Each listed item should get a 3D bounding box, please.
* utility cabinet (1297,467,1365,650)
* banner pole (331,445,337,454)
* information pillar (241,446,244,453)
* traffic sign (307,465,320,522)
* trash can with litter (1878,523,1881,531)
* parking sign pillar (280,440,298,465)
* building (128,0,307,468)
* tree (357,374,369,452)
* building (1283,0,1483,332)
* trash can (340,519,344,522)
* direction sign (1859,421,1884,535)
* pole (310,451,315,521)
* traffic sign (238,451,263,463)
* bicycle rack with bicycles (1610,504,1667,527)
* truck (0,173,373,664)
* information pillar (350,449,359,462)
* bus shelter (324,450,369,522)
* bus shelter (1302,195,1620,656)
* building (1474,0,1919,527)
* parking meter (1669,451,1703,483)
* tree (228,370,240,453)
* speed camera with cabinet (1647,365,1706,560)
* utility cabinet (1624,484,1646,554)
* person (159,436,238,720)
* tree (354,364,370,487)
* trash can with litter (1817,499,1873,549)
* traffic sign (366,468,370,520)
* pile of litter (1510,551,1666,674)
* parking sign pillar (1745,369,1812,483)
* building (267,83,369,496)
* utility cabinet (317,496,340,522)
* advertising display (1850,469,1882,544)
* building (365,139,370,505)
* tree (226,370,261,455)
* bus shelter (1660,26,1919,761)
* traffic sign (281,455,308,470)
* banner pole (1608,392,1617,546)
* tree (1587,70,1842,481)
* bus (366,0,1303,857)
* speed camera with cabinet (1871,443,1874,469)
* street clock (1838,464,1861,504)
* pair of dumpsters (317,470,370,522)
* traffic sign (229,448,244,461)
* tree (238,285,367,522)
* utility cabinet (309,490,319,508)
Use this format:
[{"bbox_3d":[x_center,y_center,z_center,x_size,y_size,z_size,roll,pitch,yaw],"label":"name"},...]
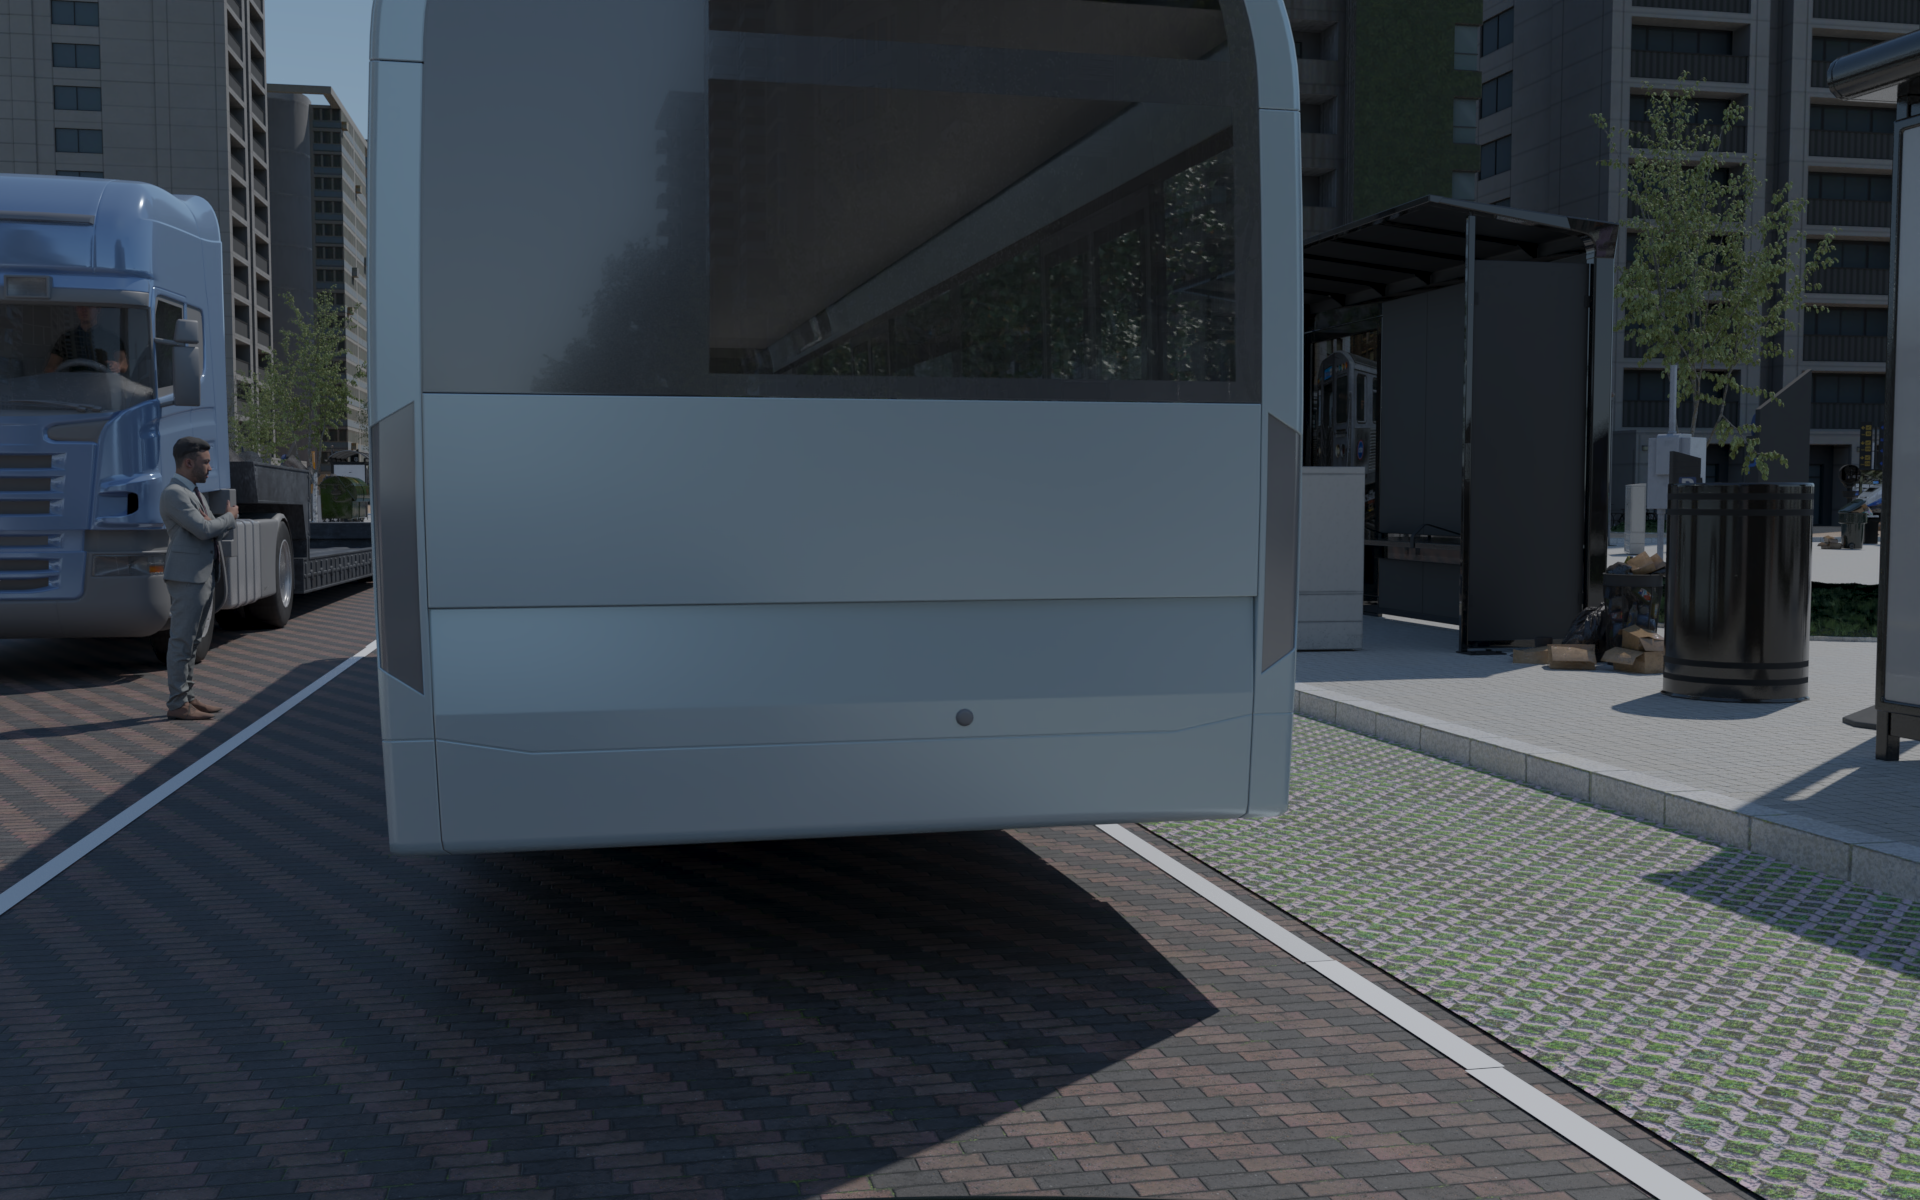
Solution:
[{"bbox_3d":[2.677,-0.333,14.131,1.173,1.500,0.318,-1,4,-9],"label":"utility cabinet"},{"bbox_3d":[-31.988,-6.047,88.891,0.863,3.779,0.401,1,4,16],"label":"banner pole"},{"bbox_3d":[-34.846,-5.681,84.235,0.183,3.616,0.504,-2,4,-30],"label":"information pillar"},{"bbox_3d":[-25.737,-4.126,68.642,0.795,2.450,0.064,0,4,-8],"label":"traffic sign"},{"bbox_3d":[32.179,-2.979,60.100,1.055,1.170,0.624,1,4,18],"label":"trash can with litter"},{"bbox_3d":[-32.661,-5.866,84.377,1.447,3.967,1.447,0,4,-2],"label":"parking sign pillar"},{"bbox_3d":[-58.139,-41.800,121.684,20.563,71.187,20.611,-1,4,-12],"label":"building"},{"bbox_3d":[-34.318,-11.903,111.623,9.611,12.733,9.660,0,3,0],"label":"tree"},{"bbox_3d":[10.076,-17.999,65.992,14.107,30.474,14.160,-1,4,-12],"label":"building"},{"bbox_3d":[-27.310,-3.926,75.844,0.748,1.137,0.748,0,3,0],"label":"trash can"},{"bbox_3d":[28.521,-3.793,54.017,0.876,3.537,0.379,2,4,30],"label":"direction sign"},{"bbox_3d":[-30.931,-5.443,82.830,0.158,3.312,0.155,0,3,0],"label":"pole"},{"bbox_3d":[-20.949,-3.116,51.057,0.768,2.556,0.104,-1,4,-12],"label":"traffic sign"},{"bbox_3d":[24.199,-2.975,62.018,2.852,0.926,2.925,-1,4,-10],"label":"bicycle rack with bicycles"},{"bbox_3d":[-9.015,-1.923,21.202,2.967,4.110,18.799,-1,4,-12],"label":"truck"},{"bbox_3d":[-31.095,-5.973,89.017,0.183,3.616,0.504,3,5,42],"label":"information pillar"},{"bbox_3d":[-28.616,-5.388,82.016,2.014,3.302,5.546,-1,4,-12],"label":"bus shelter"},{"bbox_3d":[3.888,-1.564,16.851,1.731,3.624,6.357,-1,4,-12],"label":"bus shelter"},{"bbox_3d":[33.635,-38.998,75.875,20.611,71.187,20.563,-1,4,-12],"label":"building"},{"bbox_3d":[9.858,-1.091,23.552,0.399,1.863,0.255,0,4,8],"label":"parking meter"},{"bbox_3d":[-39.467,-9.017,97.785,4.737,8.622,4.395,0,3,0],"label":"tree"},{"bbox_3d":[11.550,-1.954,26.287,0.660,3.252,2.038,-3,5,-42],"label":"speed camera with cabinet"},{"bbox_3d":[14.344,-1.722,36.840,0.318,1.500,1.173,1,4,16],"label":"utility cabinet"},{"bbox_3d":[-4.873,-0.149,11.121,0.466,1.800,0.511,-2,4,-25],"label":"person"},{"bbox_3d":[-30.450,-8.705,92.684,4.360,8.622,3.978,0,3,0],"label":"tree"},{"bbox_3d":[20.528,-1.761,40.187,1.055,1.170,0.624,-1,4,-9],"label":"trash can with litter"},{"bbox_3d":[-29.578,-5.283,86.383,0.884,2.594,0.081,0,4,-3],"label":"traffic sign"},{"bbox_3d":[4.856,0.071,12.798,1.176,0.858,1.719,-1,4,-19],"label":"pile of litter"},{"bbox_3d":[17.677,-2.996,37.462,1.447,3.967,1.447,-1,4,-15],"label":"parking sign pillar"},{"bbox_3d":[-67.649,-28.640,160.145,23.993,40.220,32.217,-1,4,-12],"label":"building"},{"bbox_3d":[-27.138,-3.860,74.266,0.306,1.237,1.020,3,5,42],"label":"utility cabinet"},{"bbox_3d":[23.389,-2.401,44.474,0.974,1.923,0.123,1,4,16],"label":"advertising display"},{"bbox_3d":[-76.125,-34.332,215.952,28.867,44.769,22.147,-1,4,-12],"label":"building"},{"bbox_3d":[-44.225,-9.396,103.994,4.360,8.622,3.978,0,3,0],"label":"tree"},{"bbox_3d":[5.509,-1.794,6.964,2.179,5.291,8.768,-1,4,-12],"label":"bus shelter"},{"bbox_3d":[-16.983,-2.475,44.101,0.795,2.450,0.064,-1,4,-12],"label":"traffic sign"},{"bbox_3d":[16.088,-3.230,42.831,0.401,3.779,0.863,1,4,23],"label":"banner pole"},{"bbox_3d":[12.861,-4.894,30.378,4.737,8.622,4.395,0,3,0],"label":"tree"},{"bbox_3d":[-1.784,-0.994,11.111,2.948,3.499,13.247,-1,4,-13],"label":"bus"},{"bbox_3d":[35.794,-4.426,66.706,2.038,3.252,0.660,1,4,12],"label":"speed camera with cabinet"},{"bbox_3d":[21.760,-2.315,42.416,0.471,2.002,0.358,1,4,17],"label":"street clock"},{"bbox_3d":[-24.285,-4.021,68.230,1.574,2.255,4.437,-1,4,-12],"label":"pair of dumpsters"},{"bbox_3d":[-15.323,-1.997,36.290,0.795,2.450,0.064,-1,4,-12],"label":"traffic sign"},{"bbox_3d":[-22.864,-6.771,61.067,4.737,8.622,4.395,0,3,0],"label":"tree"},{"bbox_3d":[-33.221,-4.856,88.066,1.173,1.500,0.318,-2,4,-31],"label":"utility cabinet"}]
